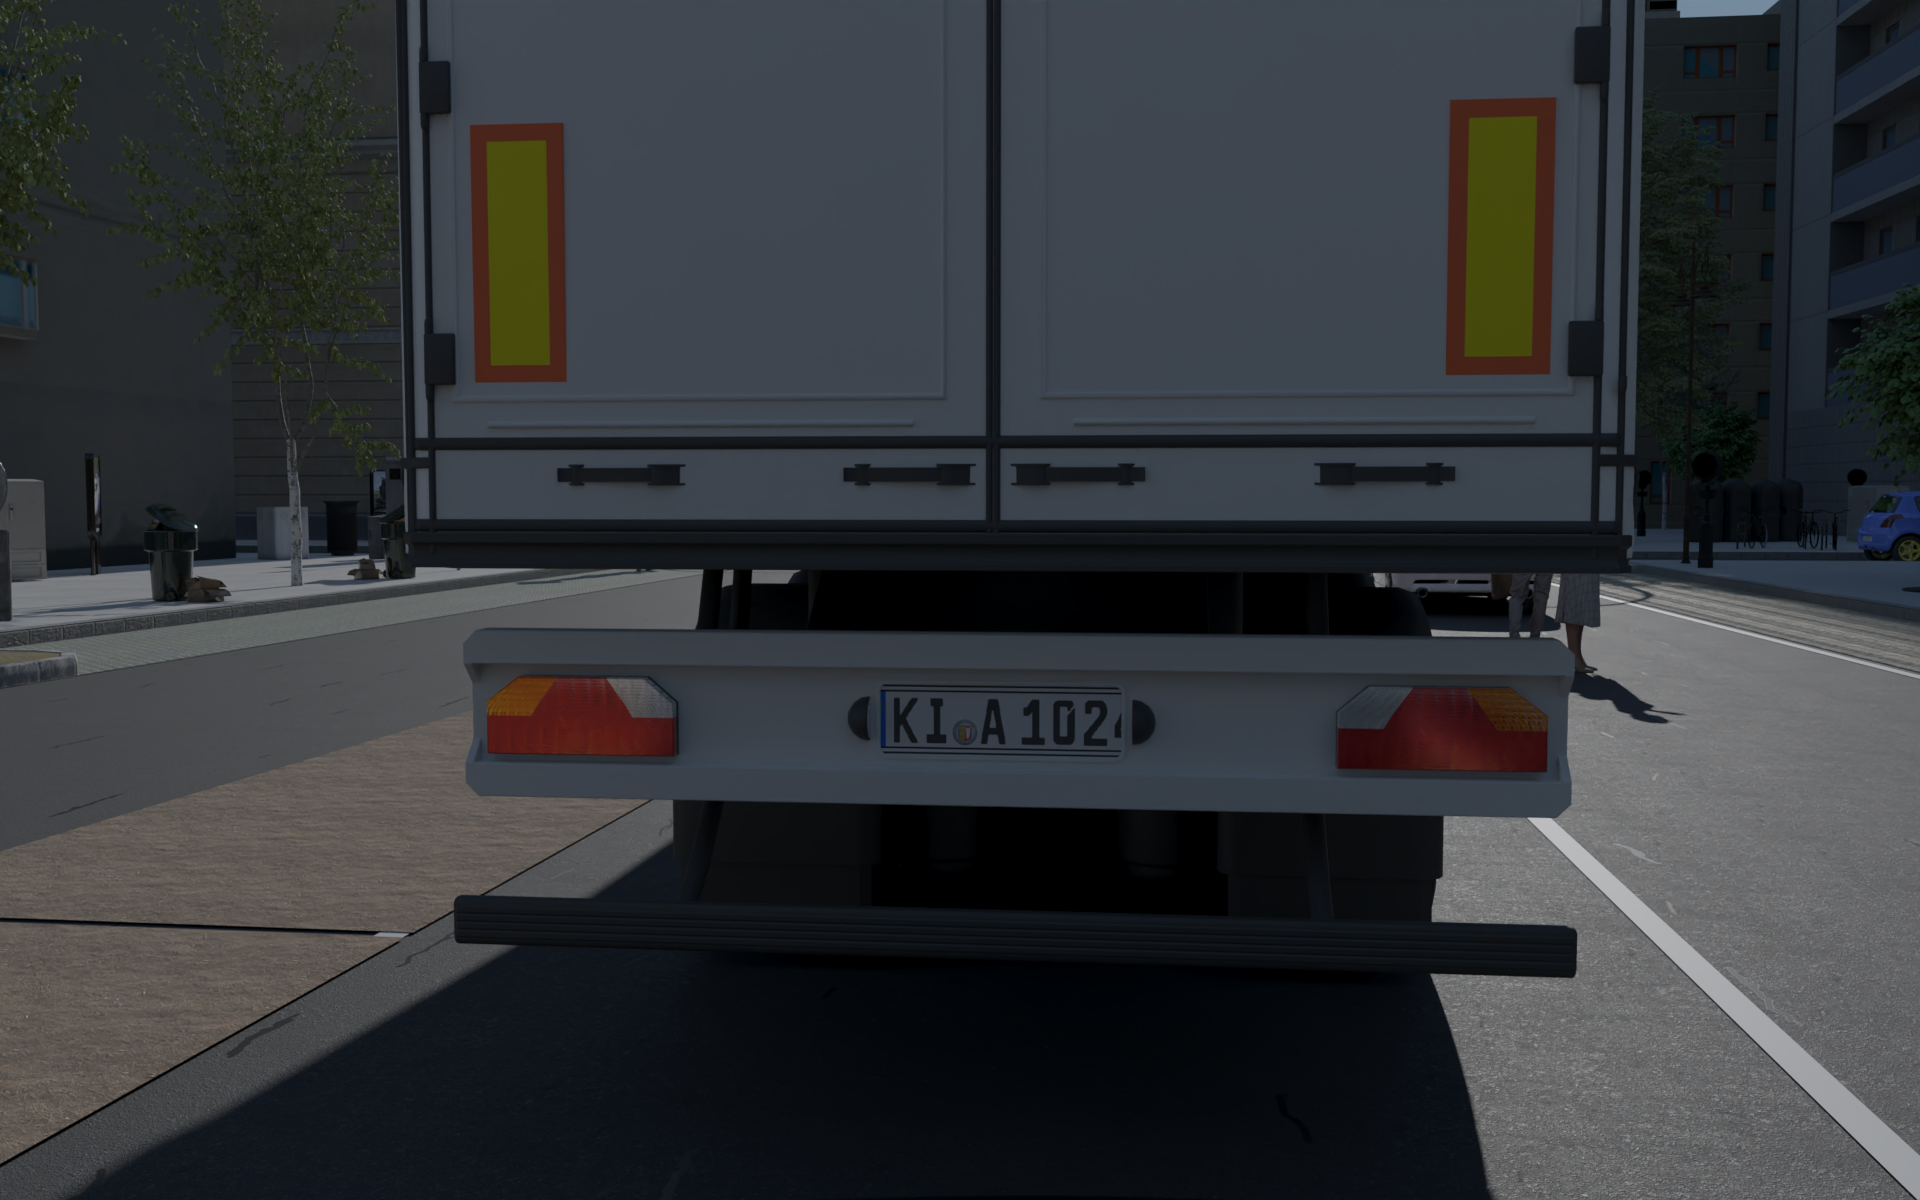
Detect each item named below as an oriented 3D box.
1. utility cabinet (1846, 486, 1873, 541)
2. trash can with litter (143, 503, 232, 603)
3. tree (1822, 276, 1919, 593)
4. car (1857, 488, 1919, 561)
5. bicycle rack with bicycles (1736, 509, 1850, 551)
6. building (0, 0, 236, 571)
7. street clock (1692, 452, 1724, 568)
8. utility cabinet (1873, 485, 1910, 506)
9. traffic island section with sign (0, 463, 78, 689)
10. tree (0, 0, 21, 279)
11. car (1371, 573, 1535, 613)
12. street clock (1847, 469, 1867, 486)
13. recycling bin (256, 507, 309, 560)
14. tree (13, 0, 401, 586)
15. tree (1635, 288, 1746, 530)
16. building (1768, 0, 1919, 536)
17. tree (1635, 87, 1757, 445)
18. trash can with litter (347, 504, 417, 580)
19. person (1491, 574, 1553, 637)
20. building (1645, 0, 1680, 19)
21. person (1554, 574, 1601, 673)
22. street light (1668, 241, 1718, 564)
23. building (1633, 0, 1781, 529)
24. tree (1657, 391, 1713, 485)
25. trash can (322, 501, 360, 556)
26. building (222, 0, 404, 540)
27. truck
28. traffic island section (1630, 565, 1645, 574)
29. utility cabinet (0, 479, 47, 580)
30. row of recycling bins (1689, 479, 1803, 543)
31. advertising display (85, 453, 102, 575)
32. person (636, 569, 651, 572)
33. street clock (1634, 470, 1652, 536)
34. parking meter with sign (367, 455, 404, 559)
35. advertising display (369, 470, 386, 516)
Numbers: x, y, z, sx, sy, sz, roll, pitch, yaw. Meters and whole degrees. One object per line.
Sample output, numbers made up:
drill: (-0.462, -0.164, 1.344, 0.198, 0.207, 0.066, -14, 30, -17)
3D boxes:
utility cabinet: (24.113, -2.281, 45.970, 0.318, 1.500, 1.173, -1, 4, -16)
trash can with litter: (-9.221, -0.572, 20.743, 1.055, 1.170, 0.624, 1, 4, 19)
tree: (13.141, -2.381, 22.648, 4.285, 4.588, 4.351, 0, 3, 0)
car: (20.531, -1.587, 35.534, 3.694, 1.707, 1.945, 0, 4, 7)
bicycle rack with bicycles: (19.486, -1.670, 40.685, 2.852, 0.926, 2.925, 2, 4, 31)
building: (-26.314, -24.485, 24.035, 21.600, 48.544, 21.300, 0, 4, 8)
street clock: (12.946, -1.557, 30.020, 0.358, 2.002, 0.471, -3, 4, -38)
utility cabinet: (23.530, -2.142, 43.694, 0.318, 1.500, 1.173, 0, 4, 4)
traffic island section with sign: (-7.984, -0.282, 13.247, 1.989, 1.847, 2.006, 0, 4, 8)
tree: (-10.988, -4.169, 18.518, 4.737, 8.622, 4.395, 0, 3, 0)
car: (6.339, -0.609, 22.322, 2.083, 1.381, 4.827, 1, 4, 9)
street clock: (25.698, -2.757, 49.655, 0.471, 2.002, 0.358, 3, 5, 44)
recycling bin: (-13.342, -1.319, 34.123, 0.722, 1.027, 0.722, 3, 4, 38)
tree: (-9.265, -4.488, 23.749, 4.737, 8.622, 4.395, 0, 3, 0)
tree: (24.985, -6.763, 60.931, 4.360, 8.622, 3.978, 0, 3, 0)
building: (40.543, -30.915, 47.452, 28.212, 58.520, 21.231, 0, 4, 8)
tree: (16.962, -7.793, 45.535, 7.486, 12.596, 7.792, 0, 3, 0)
trash can with litter: (-8.656, -0.902, 26.142, 1.055, 1.170, 0.624, -3, 5, -40)
person: (5.073, -0.411, 15.347, 0.709, 1.813, 0.853, 1, 4, 20)
building: (34.725, -20.446, 105.991, 14.160, 30.474, 14.107, 0, 4, 8)
person: (5.079, -0.298, 13.937, 0.524, 1.755, 0.480, 2, 4, 31)
street light: (13.413, -3.611, 31.826, 0.468, 5.910, 1.993, 0, 4, 8)
building: (36.518, -14.144, 76.302, 27.650, 21.520, 28.899, 0, 4, 8)
tree: (23.940, -4.375, 55.244, 4.285, 4.588, 4.351, 0, 3, 0)
trash can: (-12.877, -1.494, 36.087, 0.748, 1.137, 0.748, 0, 3, 0)
building: (-14.901, -16.558, 56.627, 13.634, 28.700, 20.117, 0, 4, 8)
truck: (0.707, -1.219, 8.848, 2.839, 4.237, 11.283, 0, 4, 7)
traffic island section: (11.464, -0.629, 32.572, 2.009, 0.180, 2.903, 0, 4, 8)
utility cabinet: (-14.008, -1.015, 25.278, 0.318, 1.500, 1.173, 2, 4, 34)
row of recycling bins: (21.125, -2.408, 46.480, 3.534, 1.692, 1.069, -1, 4, -19)
advertising display: (-13.829, -1.373, 27.668, 0.123, 1.923, 0.974, -1, 4, -21)
person: (-5.909, -1.410, 31.982, 0.576, 1.772, 0.534, -1, 4, -11)
street clock: (20.637, -2.926, 52.404, 0.471, 2.002, 0.358, -1, 4, -16)
parking meter with sign: (-10.867, -2.306, 33.958, 1.738, 3.016, 0.543, 2, 4, 25)
advertising display: (-15.387, -2.515, 46.340, 0.123, 1.923, 0.974, 2, 4, 25)
